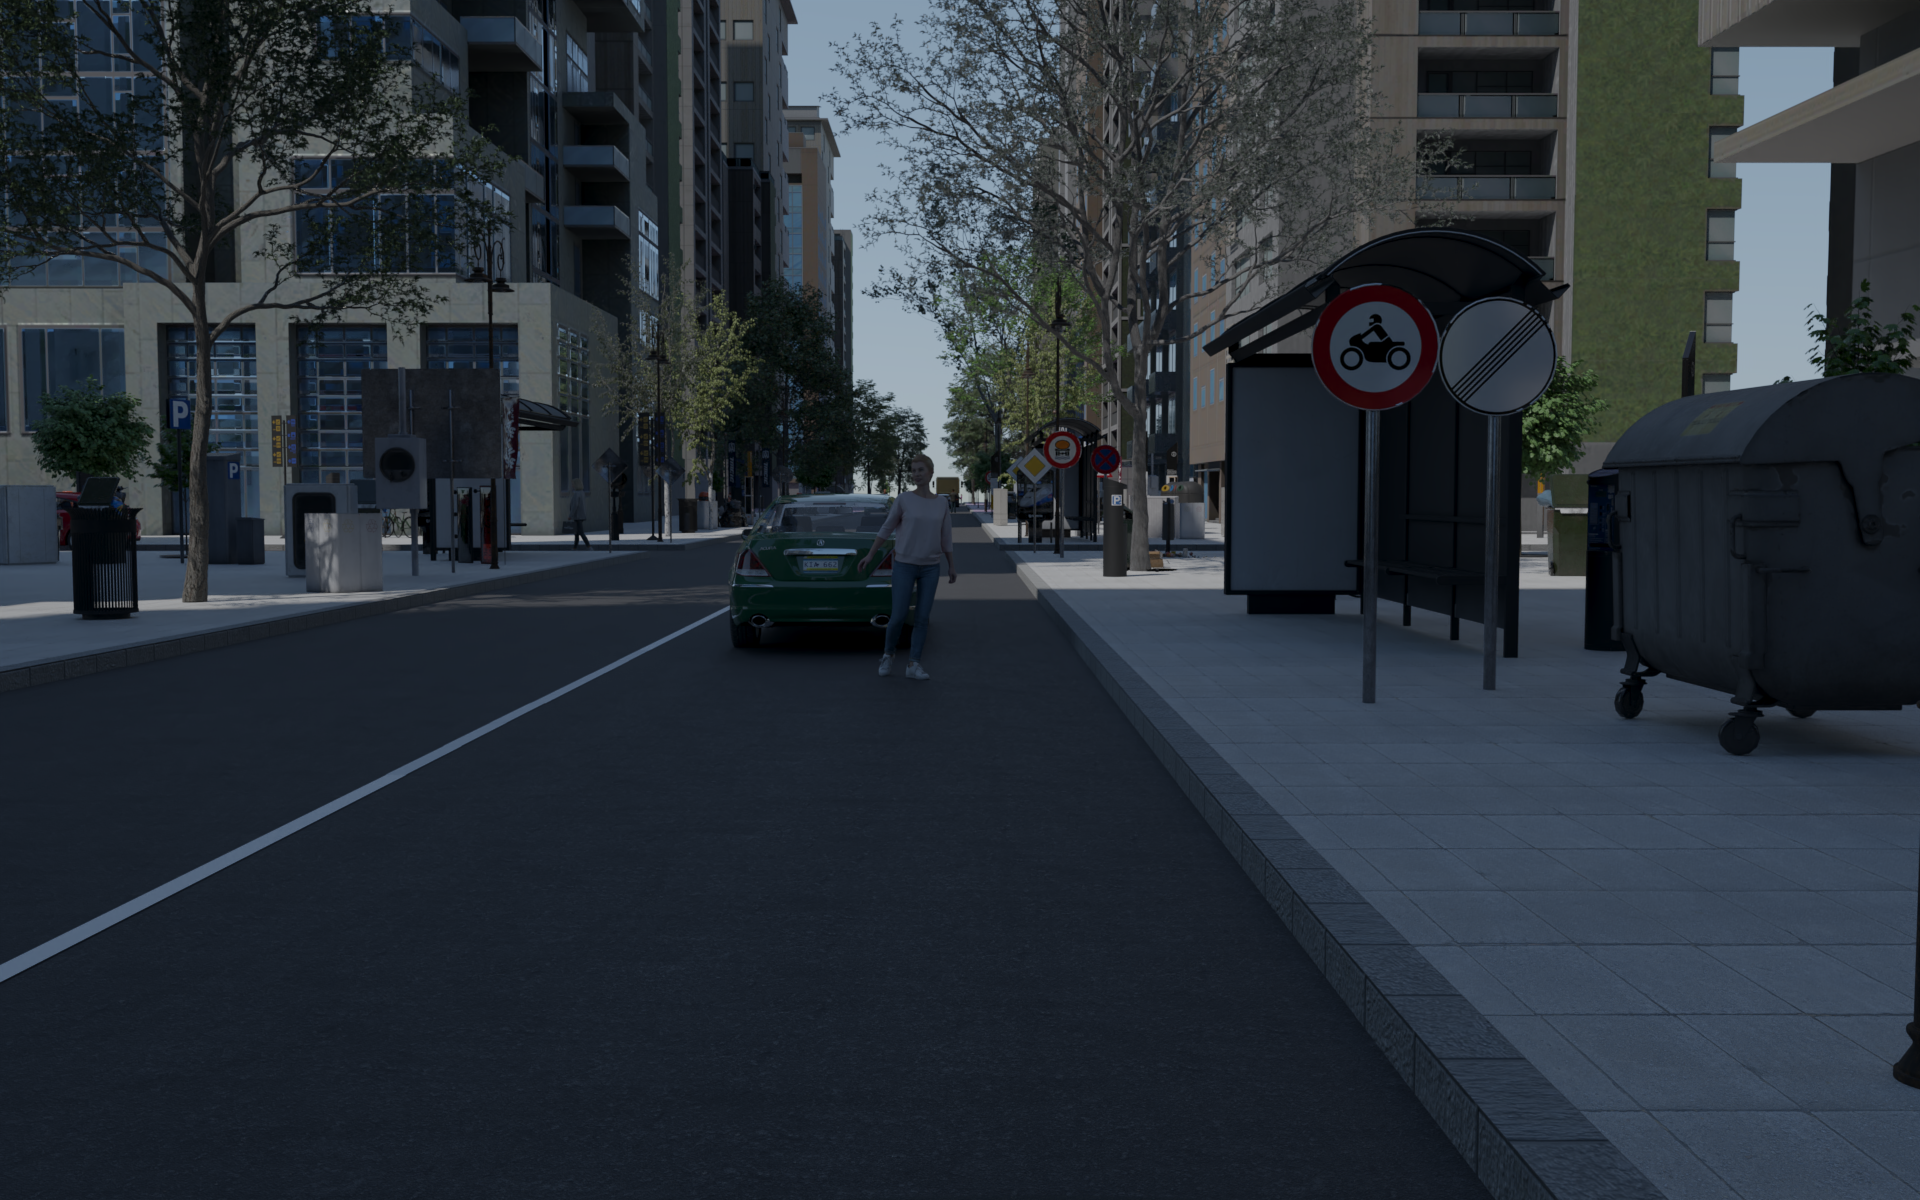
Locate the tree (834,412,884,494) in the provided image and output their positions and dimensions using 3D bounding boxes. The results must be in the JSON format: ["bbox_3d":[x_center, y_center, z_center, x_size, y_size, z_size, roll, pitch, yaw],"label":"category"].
[{"bbox_3d":[-9.341,-11.812,143.485,4.737,8.622,4.395,0,3,0],"label":"tree"}]

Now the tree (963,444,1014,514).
[{"bbox_3d":[2.221,-7.856,112.165,4.285,4.588,4.351,0,3,0],"label":"tree"}]

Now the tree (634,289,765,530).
[{"bbox_3d":[-9.134,-6.803,61.587,4.737,8.622,4.395,0,3,0],"label":"tree"}]

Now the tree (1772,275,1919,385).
[{"bbox_3d":[8.092,-1.271,15.379,1.663,3.219,1.824,0,3,0],"label":"tree"}]

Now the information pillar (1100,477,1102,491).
[{"bbox_3d":[9.786,-7.778,118.528,0.504,3.616,0.183,1,4,19],"label":"information pillar"}]

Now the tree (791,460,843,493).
[{"bbox_3d":[-8.467,-7.237,102.045,4.285,4.588,4.351,0,3,0],"label":"tree"}]

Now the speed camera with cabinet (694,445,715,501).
[{"bbox_3d":[-10.401,-4.666,70.620,0.660,3.252,2.038,0,4,0],"label":"speed camera with cabinet"}]

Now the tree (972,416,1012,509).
[{"bbox_3d":[2.935,-13.609,172.864,4.360,8.622,3.978,0,3,0],"label":"tree"}]

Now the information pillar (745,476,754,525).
[{"bbox_3d":[-8.711,-4.102,71.562,0.304,2.012,0.304,0,4,6],"label":"information pillar"}]

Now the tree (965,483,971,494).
[{"bbox_3d":[1.522,-15.554,248.901,1.663,3.219,1.824,0,3,0],"label":"tree"}]

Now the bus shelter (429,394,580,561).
[{"bbox_3d":[-9.416,-2.552,35.651,2.014,3.302,5.546,0,4,0],"label":"bus shelter"}]

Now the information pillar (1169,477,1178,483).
[{"bbox_3d":[8.980,-4.190,72.995,0.304,2.012,0.304,2,4,30],"label":"information pillar"}]

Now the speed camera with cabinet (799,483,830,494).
[{"bbox_3d":[-9.479,-7.247,112.829,2.038,3.252,0.660,-2,4,-32],"label":"speed camera with cabinet"}]

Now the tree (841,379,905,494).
[{"bbox_3d":[-9.174,-15.460,170.896,7.486,12.596,7.792,0,3,0],"label":"tree"}]

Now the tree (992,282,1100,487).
[{"bbox_3d":[2.878,-6.764,60.960,4.737,8.622,4.395,0,3,0],"label":"tree"}]

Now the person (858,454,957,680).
[{"bbox_3d":[-0.455,-0.264,13.493,0.731,1.740,0.598,-2,4,-27],"label":"person"}]

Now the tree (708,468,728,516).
[{"bbox_3d":[-14.021,-6.414,99.475,1.663,3.219,1.824,0,3,0],"label":"tree"}]

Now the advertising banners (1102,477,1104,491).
[{"bbox_3d":[8.786,-7.104,112.339,2.074,3.025,0.090,-1,4,-22],"label":"advertising banners"}]

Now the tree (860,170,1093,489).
[{"bbox_3d":[0.958,-15.031,101.650,12.611,20.169,13.585,0,3,0],"label":"tree"}]

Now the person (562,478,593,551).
[{"bbox_3d":[-8.933,-1.945,40.489,0.728,1.800,0.709,1,4,11],"label":"person"}]

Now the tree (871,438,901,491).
[{"bbox_3d":[-9.152,-15.874,209.895,4.360,8.622,3.978,0,3,0],"label":"tree"}]

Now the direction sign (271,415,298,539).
[{"bbox_3d":[-19.411,-3.537,49.821,0.876,3.537,0.379,1,4,21],"label":"direction sign"}]

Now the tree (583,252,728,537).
[{"bbox_3d":[-9.061,-6.214,51.968,4.360,8.622,3.978,0,3,0],"label":"tree"}]

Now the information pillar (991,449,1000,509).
[{"bbox_3d":[1.836,-5.996,89.392,0.504,3.616,0.183,0,4,-3],"label":"information pillar"}]

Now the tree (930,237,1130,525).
[{"bbox_3d":[2.940,-8.904,71.338,9.928,11.665,9.643,0,3,0],"label":"tree"}]

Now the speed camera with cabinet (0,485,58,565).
[{"bbox_3d":[-17.373,-2.249,31.104,0.660,3.252,2.038,2,4,30],"label":"speed camera with cabinet"}]

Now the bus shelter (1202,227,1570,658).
[{"bbox_3d":[3.606,-1.345,15.920,2.014,3.302,5.546,0,3,0],"label":"bus shelter"}]

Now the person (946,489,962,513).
[{"bbox_3d":[-0.502,-7.518,131.449,1.348,1.821,0.705,0,4,-1],"label":"person"}]

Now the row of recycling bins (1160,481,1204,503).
[{"bbox_3d":[7.341,-3.053,57.024,1.069,1.692,3.534,0,4,-4],"label":"row of recycling bins"}]

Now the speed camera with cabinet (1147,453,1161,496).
[{"bbox_3d":[9.813,-5.546,85.010,2.038,3.252,0.660,-3,4,-36],"label":"speed camera with cabinet"}]

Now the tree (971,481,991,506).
[{"bbox_3d":[2.668,-12.138,193.054,1.663,3.219,1.824,0,3,0],"label":"tree"}]

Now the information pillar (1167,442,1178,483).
[{"bbox_3d":[9.516,-5.278,77.647,0.504,3.616,0.183,1,4,19],"label":"information pillar"}]

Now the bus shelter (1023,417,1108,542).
[{"bbox_3d":[2.876,-3.334,48.427,2.014,3.302,5.546,0,3,0],"label":"bus shelter"}]

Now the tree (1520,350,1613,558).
[{"bbox_3d":[11.585,-3.168,35.514,4.285,4.588,4.351,0,3,0],"label":"tree"}]

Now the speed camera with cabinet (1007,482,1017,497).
[{"bbox_3d":[3.543,-7.409,115.466,0.660,3.252,2.038,3,5,45],"label":"speed camera with cabinet"}]

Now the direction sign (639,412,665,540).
[{"bbox_3d":[-8.532,-3.428,48.047,0.876,3.537,0.379,2,4,27],"label":"direction sign"}]

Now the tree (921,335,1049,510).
[{"bbox_3d":[2.669,-14.145,137.921,9.857,13.997,8.962,0,3,0],"label":"tree"}]

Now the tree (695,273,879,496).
[{"bbox_3d":[-8.992,-10.570,89.825,9.611,12.733,9.660,0,3,0],"label":"tree"}]

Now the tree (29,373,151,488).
[{"bbox_3d":[-23.605,-3.877,47.097,4.285,4.588,4.351,0,3,0],"label":"tree"}]

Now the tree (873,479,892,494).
[{"bbox_3d":[-8.516,-11.677,185.527,1.663,3.219,1.824,0,3,0],"label":"tree"}]

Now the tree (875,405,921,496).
[{"bbox_3d":[-8.548,-20.760,246.084,9.857,13.997,8.962,0,3,0],"label":"tree"}]

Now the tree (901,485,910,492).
[{"bbox_3d":[-8.753,-17.339,278.094,1.663,3.219,1.824,0,3,0],"label":"tree"}]

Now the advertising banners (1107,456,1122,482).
[{"bbox_3d":[7.224,-5.172,80.749,0.090,3.025,2.074,-1,4,-11],"label":"advertising banners"}]

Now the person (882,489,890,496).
[{"bbox_3d":[-5.728,-7.573,132.458,1.348,1.807,0.705,-1,4,-19],"label":"person"}]

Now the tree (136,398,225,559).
[{"bbox_3d":[-15.678,-2.456,34.752,1.663,3.219,1.824,0,3,0],"label":"tree"}]

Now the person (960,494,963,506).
[{"bbox_3d":[0.104,-12.364,213.875,0.599,1.433,0.991,-1,4,-18],"label":"person"}]

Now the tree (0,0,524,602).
[{"bbox_3d":[-8.773,-5.259,20.396,7.601,10.594,8.767,-2,4,-27],"label":"tree"}]

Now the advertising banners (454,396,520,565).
[{"bbox_3d":[-8.633,-2.166,31.610,2.074,3.025,0.090,3,5,41],"label":"advertising banners"}]

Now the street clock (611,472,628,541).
[{"bbox_3d":[-9.533,-2.641,47.753,0.471,2.002,0.358,3,5,44],"label":"street clock"}]

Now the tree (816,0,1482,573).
[{"bbox_3d":[2.887,-7.221,28.427,12.009,13.543,11.850,0,3,0],"label":"tree"}]

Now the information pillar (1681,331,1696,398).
[{"bbox_3d":[10.414,-2.047,24.823,0.183,3.616,0.504,2,4,34],"label":"information pillar"}]

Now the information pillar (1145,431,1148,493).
[{"bbox_3d":[6.902,-4.471,64.450,0.183,3.616,0.504,0,4,-3],"label":"information pillar"}]
